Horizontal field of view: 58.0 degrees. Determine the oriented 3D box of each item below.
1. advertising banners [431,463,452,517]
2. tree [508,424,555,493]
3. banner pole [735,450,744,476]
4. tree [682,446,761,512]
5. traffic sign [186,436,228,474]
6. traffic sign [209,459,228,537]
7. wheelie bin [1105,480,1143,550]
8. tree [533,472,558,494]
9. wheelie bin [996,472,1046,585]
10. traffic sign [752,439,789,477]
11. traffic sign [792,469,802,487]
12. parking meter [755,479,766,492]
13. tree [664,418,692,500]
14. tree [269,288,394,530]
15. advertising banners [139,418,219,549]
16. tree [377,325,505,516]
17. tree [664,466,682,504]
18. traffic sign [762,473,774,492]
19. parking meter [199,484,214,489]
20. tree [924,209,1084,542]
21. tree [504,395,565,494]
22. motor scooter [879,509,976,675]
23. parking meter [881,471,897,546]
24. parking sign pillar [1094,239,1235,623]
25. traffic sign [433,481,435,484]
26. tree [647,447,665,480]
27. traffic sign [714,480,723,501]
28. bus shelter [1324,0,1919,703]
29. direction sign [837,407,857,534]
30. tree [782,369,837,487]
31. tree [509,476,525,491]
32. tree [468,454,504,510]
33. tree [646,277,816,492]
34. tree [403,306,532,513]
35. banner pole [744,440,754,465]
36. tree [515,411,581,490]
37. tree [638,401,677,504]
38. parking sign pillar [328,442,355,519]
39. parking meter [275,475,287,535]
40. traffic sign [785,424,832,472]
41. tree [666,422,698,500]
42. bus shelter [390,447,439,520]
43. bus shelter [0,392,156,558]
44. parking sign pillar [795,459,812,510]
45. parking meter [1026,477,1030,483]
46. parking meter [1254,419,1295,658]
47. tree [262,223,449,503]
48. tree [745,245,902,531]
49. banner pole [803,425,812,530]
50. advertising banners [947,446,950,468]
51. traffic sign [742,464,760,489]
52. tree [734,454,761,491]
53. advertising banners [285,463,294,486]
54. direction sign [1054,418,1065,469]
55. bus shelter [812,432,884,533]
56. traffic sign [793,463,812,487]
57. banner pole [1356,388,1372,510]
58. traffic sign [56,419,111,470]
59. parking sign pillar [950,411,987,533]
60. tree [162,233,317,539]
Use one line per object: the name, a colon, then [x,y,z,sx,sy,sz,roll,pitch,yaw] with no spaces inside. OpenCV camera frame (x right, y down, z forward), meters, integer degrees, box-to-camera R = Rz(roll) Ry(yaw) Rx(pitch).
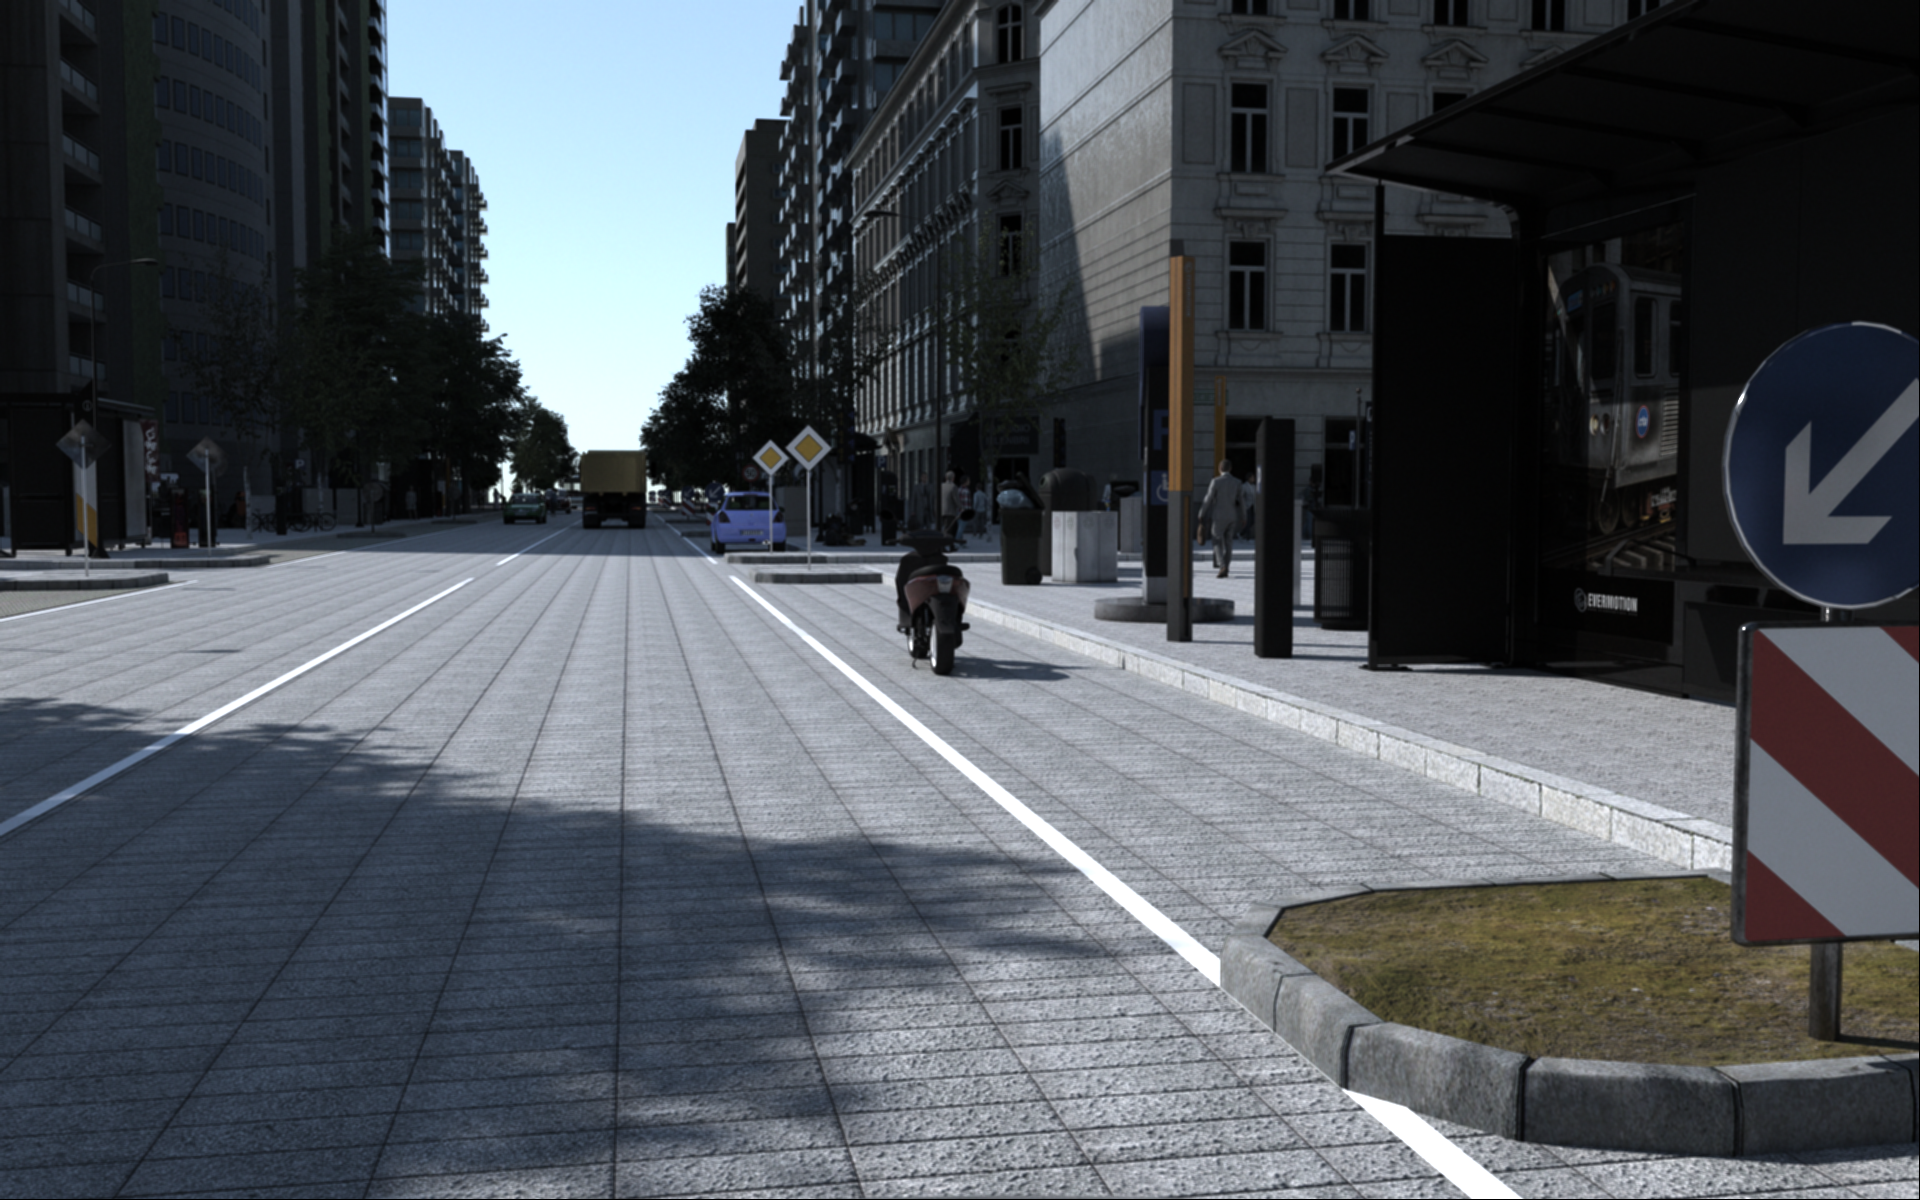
advertising banners: [-29.312,-6.187,97.347,2.074,3.025,0.090,2,4,29]
tree: [-45.571,-14.250,183.354,4.737,8.622,4.395,0,3,0]
banner pole: [-10.856,-5.920,86.809,0.863,3.779,0.401,0,4,-1]
tree: [-13.143,-7.213,101.653,4.285,4.588,4.351,0,3,0]
traffic sign: [-15.100,-1.992,34.753,0.795,2.593,0.064,-1,4,-11]
traffic sign: [-22.422,-3.180,52.103,0.768,2.556,0.104,0,4,-8]
wheelie bin: [3.789,-1.940,39.631,0.980,1.594,0.693,1,4,11]
tree: [-51.904,-14.239,216.528,4.285,4.588,4.351,0,3,0]
wheelie bin: [0.853,-1.020,24.585,0.693,1.594,0.980,0,4,-1]
traffic sign: [-4.000,-2.119,36.834,0.795,2.593,0.064,-1,4,-11]
traffic sign: [-7.011,-4.667,76.404,0.768,2.556,0.104,0,4,-2]
parking meter: [-7.515,-3.648,65.354,0.255,1.863,0.399,3,5,42]
tree: [-23.447,-12.144,148.910,4.737,8.622,4.395,0,3,0]
tree: [-22.901,-6.847,62.305,4.737,8.622,4.395,0,3,0]
advertising banners: [-18.439,-2.736,40.916,0.090,3.025,2.074,2,4,28]
tree: [-31.103,-10.838,102.956,9.928,11.665,9.643,0,3,0]
tree: [-18.975,-8.805,127.677,4.285,4.588,4.351,0,3,0]
traffic sign: [-8.948,-4.804,80.667,0.606,2.300,0.079,-1,4,-9]
parking meter: [-19.780,-2.269,45.510,0.372,1.533,0.369,0,3,0]
tree: [1.002,-5.845,45.935,4.737,8.622,4.395,0,3,0]
tree: [-48.747,-17.127,198.157,7.486,12.596,7.792,0,3,0]
motor scooter: [-0.246,-0.099,14.396,0.815,1.314,1.986,-1,4,-9]
parking meter: [-1.762,-2.278,42.953,0.255,1.863,0.399,-2,4,-30]
parking sign pillar: [2.107,-1.793,17.781,1.447,3.967,1.447,0,4,4]
traffic sign: [-29.383,-5.842,95.528,0.884,2.594,0.081,0,4,-2]
tree: [-44.336,-19.959,260.742,7.601,10.594,8.767,-1,4,-21]
traffic sign: [-14.623,-6.470,105.887,0.768,2.556,0.104,0,4,-4]
bus shelter: [4.025,-1.123,9.637,1.731,3.624,6.357,-1,4,-11]
direction sign: [-2.993,-3.278,45.595,0.379,3.537,0.876,-3,4,-36]
tree: [-9.009,-9.325,102.824,4.737,8.622,4.395,0,3,0]
tree: [-45.520,-11.255,178.621,1.663,3.219,1.824,0,3,0]
tree: [-38.009,-9.408,137.529,4.285,4.588,4.351,0,3,0]
tree: [-11.824,-10.695,91.864,9.611,12.733,9.660,0,3,0]
tree: [-33.380,-12.851,116.771,9.857,13.997,8.962,0,3,0]
banner pole: [-9.596,-5.497,79.899,0.401,3.779,0.863,0,4,1]
tree: [-55.094,-19.292,232.436,9.611,12.733,9.660,0,3,0]
tree: [-37.248,-19.311,222.396,9.857,13.997,8.962,0,3,0]
parking sign pillar: [-32.137,-6.209,89.989,1.447,3.967,1.447,3,5,39]
parking meter: [-21.266,-2.968,54.245,0.255,1.863,0.399,-1,4,-11]
traffic sign: [-2.508,-1.639,28.989,0.795,2.593,0.064,-1,4,-11]
tree: [-27.733,-13.596,172.663,4.360,8.622,3.978,0,3,0]
bus shelter: [-27.972,-5.980,89.048,1.731,3.624,6.357,-1,4,-11]
bus shelter: [-19.548,-3.637,37.104,2.179,5.291,8.768,-1,4,-11]
parking sign pillar: [-7.474,-5.905,85.024,1.447,3.967,1.447,-3,5,-42]
parking meter: [2.271,-3.282,59.366,0.255,1.863,0.399,0,4,6]
parking meter: [2.479,-0.486,13.661,0.255,1.863,0.399,0,4,1]
tree: [-25.441,-9.500,73.449,7.486,12.596,7.792,0,3,0]
tree: [-3.805,-6.144,50.813,4.360,8.622,3.978,0,3,0]
banner pole: [-5.598,-4.445,62.687,0.401,3.779,0.863,-1,4,-14]
advertising banners: [-0.001,-4.046,62.344,0.090,3.025,2.074,-2,4,-27]
traffic sign: [-8.914,-4.506,73.782,0.768,2.556,0.104,0,4,-7]
tree: [-10.431,-5.454,83.769,1.663,3.219,1.824,0,3,0]
advertising banners: [-37.060,-6.211,97.741,2.074,3.025,0.090,-3,5,-39]
direction sign: [2.963,-3.656,51.767,0.379,3.537,0.876,2,4,24]
bus shelter: [-3.974,-3.962,58.706,2.014,3.302,5.546,-1,4,-11]
traffic sign: [-6.216,-4.195,68.696,0.768,2.556,0.104,-1,4,-8]
banner pole: [9.671,-3.123,41.083,0.863,3.779,0.401,0,4,-2]
traffic sign: [-13.609,-1.512,26.907,0.795,2.593,0.064,-1,4,-11]
parking sign pillar: [0.242,-4.200,57.139,1.447,3.967,1.447,-3,5,-40]
tree: [-20.096,-6.014,48.684,4.360,8.622,3.978,0,3,0]
